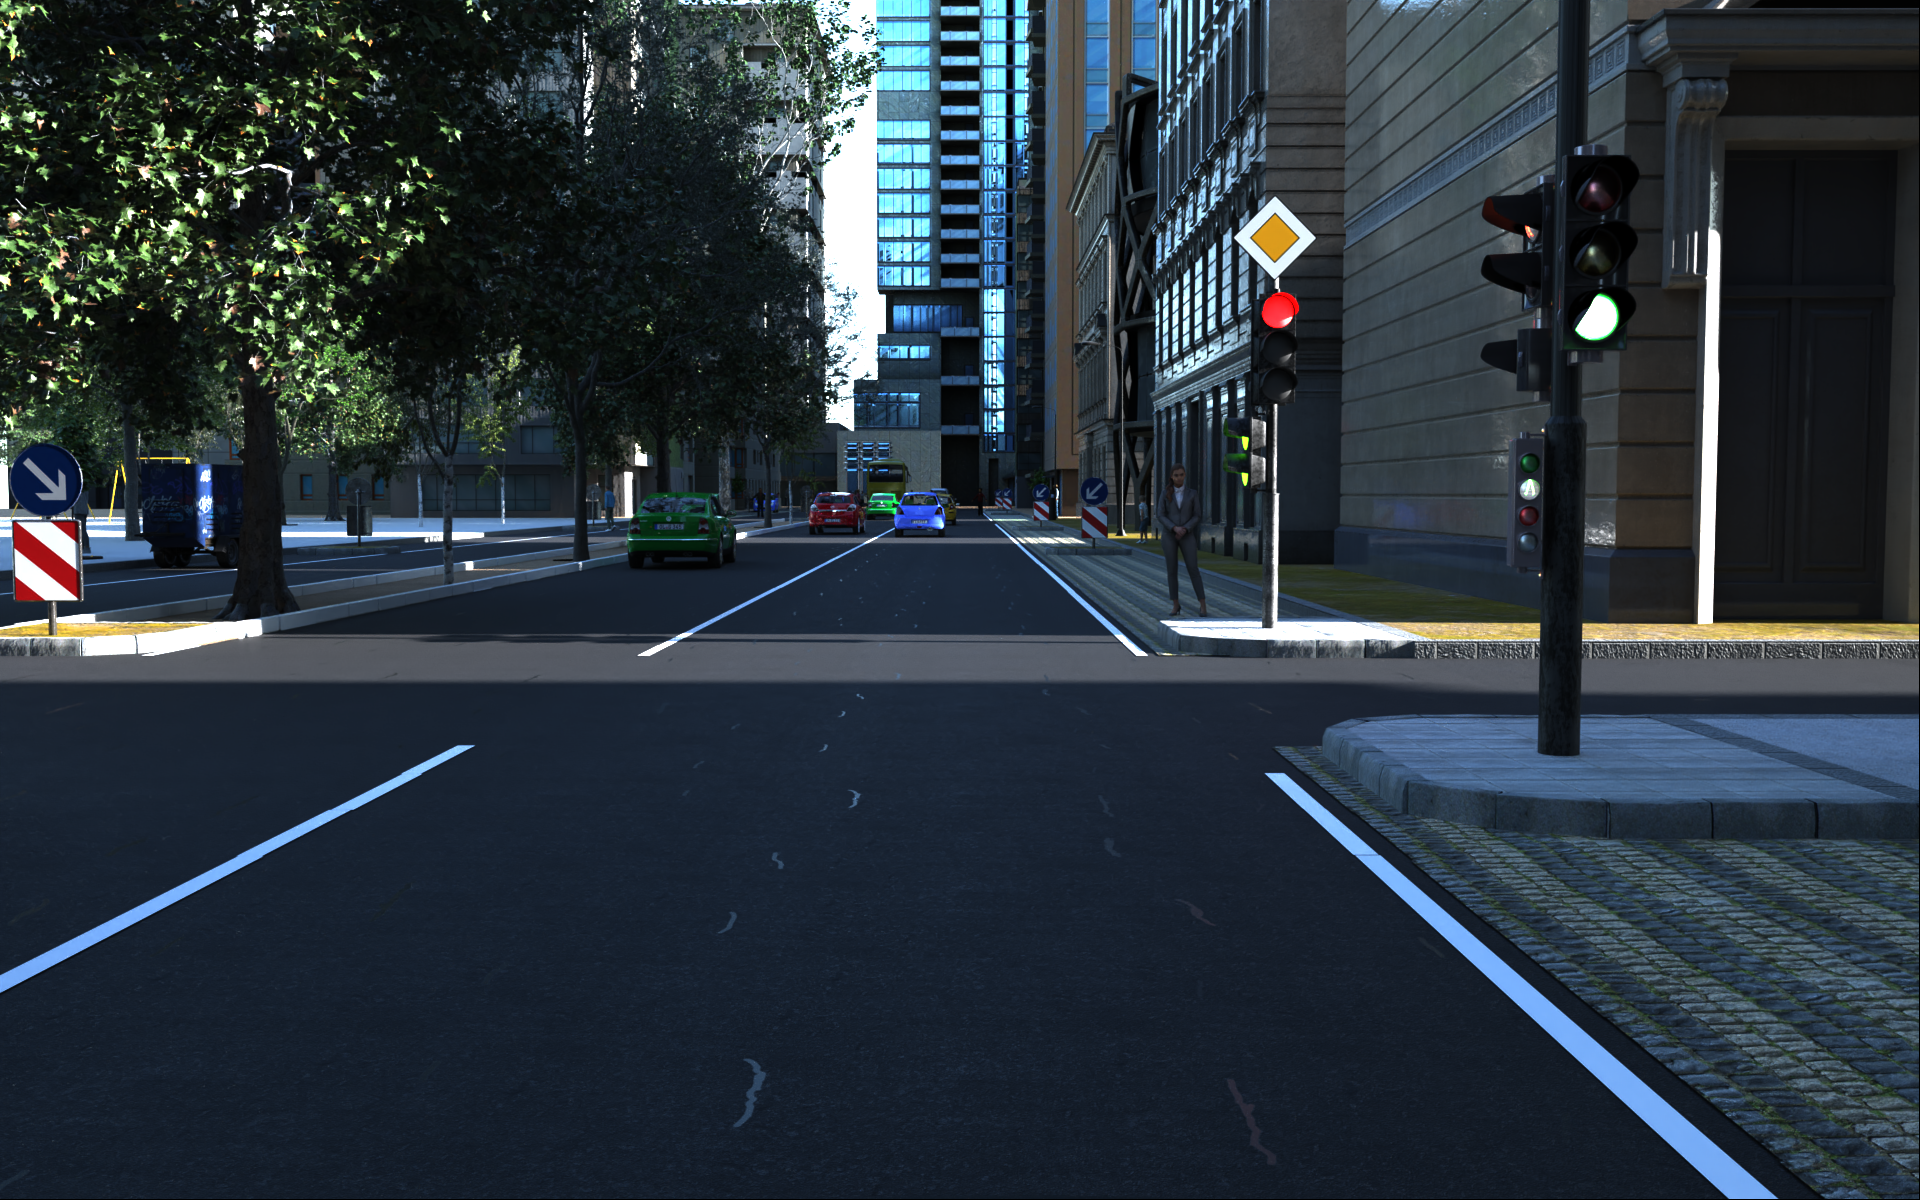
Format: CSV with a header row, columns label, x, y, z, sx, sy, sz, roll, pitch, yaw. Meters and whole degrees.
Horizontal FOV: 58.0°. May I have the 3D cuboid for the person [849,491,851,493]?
label,x,y,z,sx,sy,sz,roll,pitch,yaw
person,-9.597,-8.680,151.350,0.756,1.711,0.436,0,3,0

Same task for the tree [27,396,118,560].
label,x,y,z,sx,sy,sz,roll,pitch,yaw
tree,-17.405,-2.420,34.172,1.663,3.219,1.824,0,3,0

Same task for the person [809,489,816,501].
label,x,y,z,sx,sy,sz,roll,pitch,yaw
person,-11.054,-7.434,130.137,0.705,1.812,1.348,2,4,32

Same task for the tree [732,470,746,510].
label,x,y,z,sx,sy,sz,roll,pitch,yaw
tree,-17.816,-8.749,137.641,1.663,3.219,1.824,0,3,0

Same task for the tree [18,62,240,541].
label,x,y,z,sx,sy,sz,roll,pitch,yaw
tree,-22.642,-7.872,46.826,7.486,12.596,7.792,0,3,0

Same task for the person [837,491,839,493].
label,x,y,z,sx,sy,sz,roll,pitch,yaw
person,-11.659,-9.529,165.001,1.217,1.736,0.721,2,4,30

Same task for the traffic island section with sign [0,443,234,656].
label,x,y,z,sx,sy,sz,roll,pitch,yaw
traffic island section with sign,-8.230,-0.496,16.252,2.006,1.907,1.989,0,3,0

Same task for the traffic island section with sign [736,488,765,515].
label,x,y,z,sx,sy,sz,roll,pitch,yaw
traffic island section with sign,-14.509,-6.766,119.254,1.989,1.847,2.006,0,3,0

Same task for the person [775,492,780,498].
label,x,y,z,sx,sy,sz,roll,pitch,yaw
person,-16.858,-9.132,158.587,0.697,1.427,0.421,0,4,2

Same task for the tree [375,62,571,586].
label,x,y,z,sx,sy,sz,roll,pitch,yaw
tree,-7.965,-4.531,26.906,4.360,8.622,3.978,0,3,0

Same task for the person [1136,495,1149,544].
label,x,y,z,sx,sy,sz,roll,pitch,yaw
person,4.729,-2.084,44.806,0.332,1.250,0.352,-1,4,-21

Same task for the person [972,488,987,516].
label,x,y,z,sx,sy,sz,roll,pitch,yaw
person,1.306,-6.375,112.692,1.348,1.831,0.705,3,5,43

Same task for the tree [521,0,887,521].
label,x,y,z,sx,sy,sz,roll,pitch,yaw
tree,-9.178,-12.267,58.915,12.611,20.169,13.585,0,3,0

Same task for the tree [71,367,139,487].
label,x,y,z,sx,sy,sz,roll,pitch,yaw
tree,-30.002,-6.908,63.305,4.360,8.622,3.978,0,3,0

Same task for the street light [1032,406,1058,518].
label,x,y,z,sx,sy,sz,roll,pitch,yaw
street light,4.491,-7.267,91.356,1.470,5.913,1.316,0,3,0

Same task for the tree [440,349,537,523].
label,x,y,z,sx,sy,sz,roll,pitch,yaw
tree,-20.167,-7.642,75.312,4.737,8.622,4.395,0,3,0

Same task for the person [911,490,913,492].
label,x,y,z,sx,sy,sz,roll,pitch,yaw
person,-4.519,-9.379,161.815,1.348,1.831,0.705,1,4,16

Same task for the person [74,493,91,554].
label,x,y,z,sx,sy,sz,roll,pitch,yaw
person,-19.049,-1.906,37.389,0.526,1.800,0.537,0,4,7

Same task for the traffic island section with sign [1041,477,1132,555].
label,x,y,z,sx,sy,sz,roll,pitch,yaw
traffic island section with sign,3.027,-1.991,41.178,1.989,1.847,2.006,0,3,0

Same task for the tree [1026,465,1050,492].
label,x,y,z,sx,sy,sz,roll,pitch,yaw
tree,5.124,-7.226,112.745,1.663,3.219,1.824,0,3,0

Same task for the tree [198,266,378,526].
label,x,y,z,sx,sy,sz,roll,pitch,yaw
tree,-27.640,-8.857,70.560,9.928,11.665,9.643,0,3,0

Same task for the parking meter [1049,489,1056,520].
label,x,y,z,sx,sy,sz,roll,pitch,yaw
parking meter,4.532,-4.687,85.039,0.372,1.533,0.369,0,3,0

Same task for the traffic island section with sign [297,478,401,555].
label,x,y,z,sx,sy,sz,roll,pitch,yaw
traffic island section with sign,-14.597,-2.018,41.625,1.989,1.847,2.006,0,3,0

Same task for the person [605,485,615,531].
label,x,y,z,sx,sy,sz,roll,pitch,yaw
person,-13.503,-3.543,66.777,0.444,1.785,0.601,3,4,38

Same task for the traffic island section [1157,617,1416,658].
label,x,y,z,sx,sy,sz,roll,pitch,yaw
traffic island section,2.986,0.349,16.579,2.009,0.180,2.903,0,3,0

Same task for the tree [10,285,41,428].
label,x,y,z,sx,sy,sz,roll,pitch,yaw
tree,-22.349,-5.442,39.335,4.737,8.622,4.395,0,3,0

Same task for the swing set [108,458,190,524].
label,x,y,z,sx,sy,sz,roll,pitch,yaw
swing set,-34.896,-4.719,74.772,3.119,2.851,2.862,0,4,-6

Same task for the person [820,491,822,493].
label,x,y,z,sx,sy,sz,roll,pitch,yaw
person,-11.888,-8.458,147.732,0.436,1.711,0.756,2,4,28

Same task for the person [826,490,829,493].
label,x,y,z,sx,sy,sz,roll,pitch,yaw
person,-10.204,-7.558,133.010,0.756,1.711,0.436,-3,5,-39

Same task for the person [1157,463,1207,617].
label,x,y,z,sx,sy,sz,roll,pitch,yaw
person,2.595,-0.699,20.209,0.520,1.790,0.573,-1,4,-11

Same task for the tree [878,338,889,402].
label,x,y,z,sx,sy,sz,roll,pitch,yaw
tree,-8.046,-9.758,72.367,12.009,13.543,11.850,0,3,0

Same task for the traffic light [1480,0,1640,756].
label,x,y,z,sx,sy,sz,roll,pitch,yaw
traffic light,0.845,-2.060,8.341,4.771,5.953,1.251,0,3,0

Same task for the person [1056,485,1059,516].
label,x,y,z,sx,sy,sz,roll,pitch,yaw
person,5.149,-5.360,93.760,0.705,1.814,1.350,0,4,-6

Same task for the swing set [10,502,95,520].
label,x,y,z,sx,sy,sz,roll,pitch,yaw
swing set,-45.431,-5.456,86.827,2.862,2.851,3.119,0,4,-1

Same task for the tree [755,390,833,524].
label,x,y,z,sx,sy,sz,roll,pitch,yaw
tree,-7.995,-7.896,81.924,4.737,8.622,4.395,0,3,0

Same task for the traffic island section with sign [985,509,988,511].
label,x,y,z,sx,sy,sz,roll,pitch,yaw
traffic island section with sign,3.129,-8.371,145.486,1.989,1.847,2.006,0,3,0

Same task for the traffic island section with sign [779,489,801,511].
label,x,y,z,sx,sy,sz,roll,pitch,yaw
traffic island section with sign,-14.486,-8.431,146.468,1.989,1.847,2.006,0,3,0

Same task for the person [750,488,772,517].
label,x,y,z,sx,sy,sz,roll,pitch,yaw
person,-12.330,-6.027,107.071,1.348,1.821,0.705,-1,4,-18

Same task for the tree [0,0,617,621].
label,x,y,z,sx,sy,sz,roll,pitch,yaw
tree,-8.038,-6.131,19.710,9.611,12.733,9.660,0,3,0

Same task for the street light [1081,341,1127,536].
label,x,y,z,sx,sy,sz,roll,pitch,yaw
street light,4.387,-4.912,52.851,1.470,5.913,1.316,0,3,0

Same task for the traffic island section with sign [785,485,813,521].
label,x,y,z,sx,sy,sz,roll,pitch,yaw
traffic island section with sign,-8.157,-5.092,91.391,2.006,1.907,1.989,0,3,0

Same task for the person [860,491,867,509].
label,x,y,z,sx,sy,sz,roll,pitch,yaw
person,-9.012,-9.171,159.232,1.217,1.735,0.721,0,4,4

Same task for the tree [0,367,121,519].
label,x,y,z,sx,sy,sz,roll,pitch,yaw
tree,-41.865,-10.548,79.117,9.857,13.997,8.962,0,3,0

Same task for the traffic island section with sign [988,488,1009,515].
label,x,y,z,sx,sy,sz,roll,pitch,yaw
traffic island section with sign,3.101,-6.722,118.531,1.989,1.847,2.006,0,3,0

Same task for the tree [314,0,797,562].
label,x,y,z,sx,sy,sz,roll,pitch,yaw
tree,-8.012,-7.548,36.238,12.009,13.543,11.850,0,3,0

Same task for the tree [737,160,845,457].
label,x,y,z,sx,sy,sz,roll,pitch,yaw
tree,-8.106,-7.810,47.153,9.611,12.733,9.660,0,3,0

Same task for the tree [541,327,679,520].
label,x,y,z,sx,sy,sz,roll,pitch,yaw
tree,-17.224,-10.253,85.764,7.486,12.596,7.792,0,3,0

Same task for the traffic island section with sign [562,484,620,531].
label,x,y,z,sx,sy,sz,roll,pitch,yaw
traffic island section with sign,-14.570,-3.667,68.580,1.989,1.847,2.006,0,3,0

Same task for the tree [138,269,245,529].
label,x,y,z,sx,sy,sz,roll,pitch,yaw
tree,-23.245,-6.459,55.974,4.360,8.622,3.978,0,3,0

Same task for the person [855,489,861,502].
label,x,y,z,sx,sy,sz,roll,pitch,yaw
person,-6.388,-6.169,110.089,0.721,1.743,1.217,0,4,2

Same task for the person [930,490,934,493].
label,x,y,z,sx,sy,sz,roll,pitch,yaw
person,-1.867,-6.501,115.595,0.445,1.727,0.742,1,4,16

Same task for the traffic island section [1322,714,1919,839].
label,x,y,z,sx,sy,sz,roll,pitch,yaw
traffic island section,2.977,0.837,8.594,2.009,0.180,2.903,0,3,0

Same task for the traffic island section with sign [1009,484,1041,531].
label,x,y,z,sx,sy,sz,roll,pitch,yaw
traffic island section with sign,3.054,-3.639,68.133,1.989,1.847,2.006,0,3,0
